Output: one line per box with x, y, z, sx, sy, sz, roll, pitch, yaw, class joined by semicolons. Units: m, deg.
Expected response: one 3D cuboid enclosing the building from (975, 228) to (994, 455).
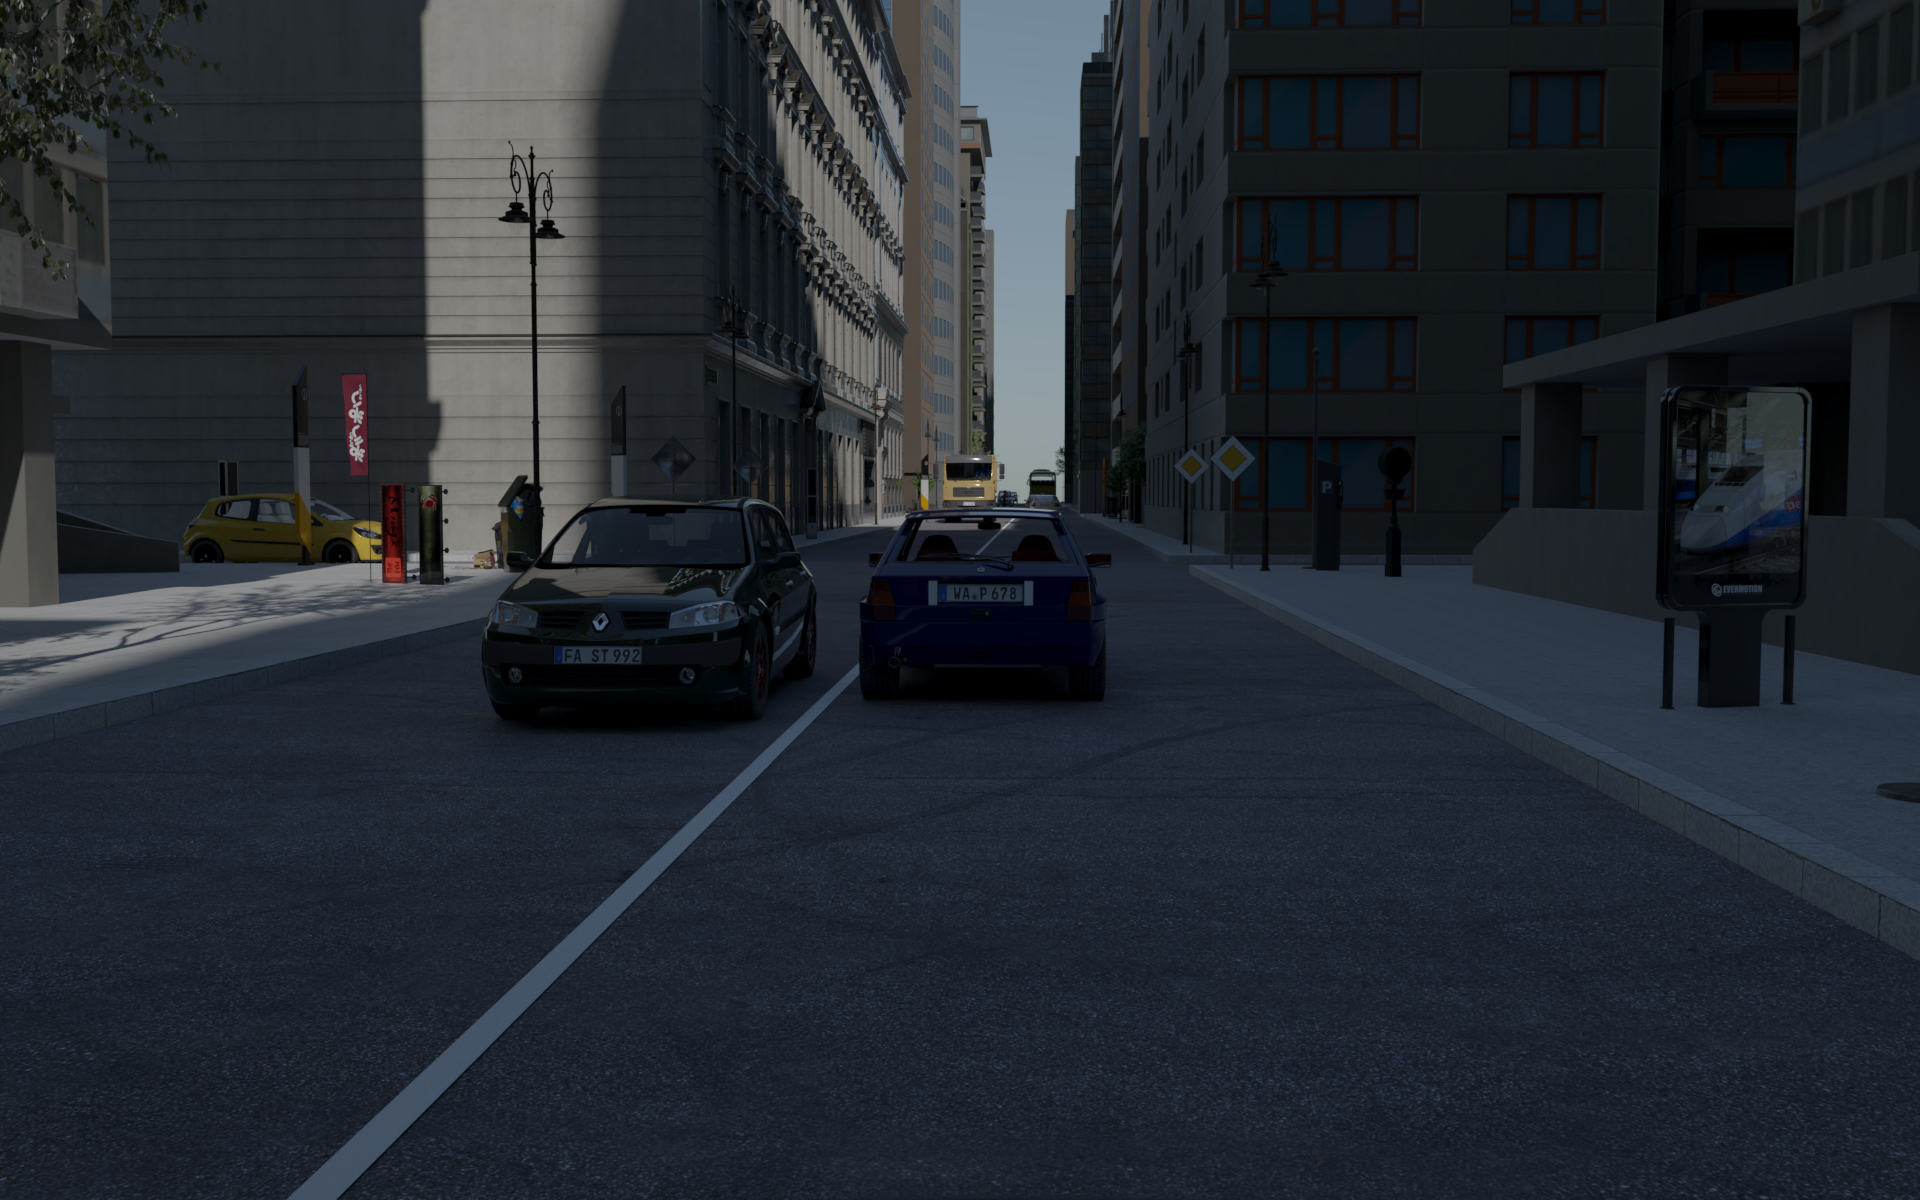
-2.041;-35.294;260.658;14.154;41.232;14.086;0;4;3;building

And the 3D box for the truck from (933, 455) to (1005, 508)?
0.548;-5.592;87.358;3.469;3.379;9.791;0;4;2;truck

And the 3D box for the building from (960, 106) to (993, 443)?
-10.188;-39.785;239.728;28.713;52.752;27.495;0;4;3;building

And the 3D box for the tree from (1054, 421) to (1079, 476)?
13.970;-16.091;197.502;7.601;10.594;8.767;3;5;41;tree

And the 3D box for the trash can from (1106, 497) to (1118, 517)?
8.368;-5.103;95.090;0.748;1.137;0.748;0;3;0;trash can

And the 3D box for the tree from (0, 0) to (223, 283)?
-6.835;-3.741;11.521;4.360;8.622;3.978;0;3;0;tree

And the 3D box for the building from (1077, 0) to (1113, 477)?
23.873;-33.804;172.299;23.786;49.044;30.456;0;4;3;building

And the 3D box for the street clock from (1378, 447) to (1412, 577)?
6.723;-1.362;26.831;0.471;2.002;0.358;-1;4;-20;street clock

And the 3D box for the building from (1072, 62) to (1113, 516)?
15.195;-21.264;119.368;14.160;30.474;14.107;0;4;3;building

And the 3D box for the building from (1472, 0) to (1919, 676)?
23.124;-19.822;15.964;32.217;40.220;23.993;0;4;3;building

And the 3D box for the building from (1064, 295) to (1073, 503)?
22.106;-29.273;250.311;14.160;30.474;14.107;0;4;3;building

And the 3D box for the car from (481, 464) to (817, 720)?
-2.055;-0.151;12.260;2.009;1.686;4.222;0;4;2;car

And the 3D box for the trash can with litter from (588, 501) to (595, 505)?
-5.661;-1.033;28.274;0.624;1.170;1.055;2;4;31;trash can with litter

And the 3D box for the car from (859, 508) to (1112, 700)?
0.219;-0.050;13.404;1.945;1.354;3.894;0;4;2;car

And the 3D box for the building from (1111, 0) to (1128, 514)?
19.998;-29.173;100.678;21.300;48.544;21.600;0;4;3;building

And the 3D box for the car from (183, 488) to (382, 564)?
-12.644;-1.395;33.029;3.980;1.641;2.015;0;4;4;car

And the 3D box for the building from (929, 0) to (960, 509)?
-11.072;-36.690;141.883;21.231;58.520;28.212;0;4;3;building

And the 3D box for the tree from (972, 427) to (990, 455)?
1.333;-14.715;190.955;4.737;8.622;4.395;0;3;0;tree

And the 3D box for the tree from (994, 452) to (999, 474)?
4.308;-19.724;272.845;4.360;8.622;3.978;0;3;0;tree

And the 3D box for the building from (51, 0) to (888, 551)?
-12.633;-17.335;59.845;17.030;29.872;44.131;0;4;3;building

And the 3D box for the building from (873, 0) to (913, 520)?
-9.871;-18.712;91.852;13.634;28.700;20.117;0;4;3;building

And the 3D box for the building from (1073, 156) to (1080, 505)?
20.946;-32.305;211.773;14.154;41.232;14.086;0;4;3;building

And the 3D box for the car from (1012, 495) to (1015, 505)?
6.339;-13.360;230.445;2.014;1.417;4.499;0;4;1;car

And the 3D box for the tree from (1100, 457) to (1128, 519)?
7.937;-5.763;88.826;1.663;3.219;1.824;0;3;0;tree

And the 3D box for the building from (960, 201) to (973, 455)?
-5.982;-24.852;178.023;14.160;30.474;14.107;0;4;3;building

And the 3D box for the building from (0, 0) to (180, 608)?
-21.936;-19.684;13.707;23.993;40.220;32.217;0;4;3;building

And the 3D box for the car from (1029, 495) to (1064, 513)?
5.098;-5.499;102.268;2.083;1.381;4.827;0;4;5;car

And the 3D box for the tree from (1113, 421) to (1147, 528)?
7.581;-5.076;66.711;4.285;4.588;4.351;0;3;0;tree

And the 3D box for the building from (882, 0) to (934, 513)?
-9.137;-28.795;120.915;14.600;45.320;14.200;0;4;3;building

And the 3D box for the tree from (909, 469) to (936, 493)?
-2.188;-7.153;111.546;1.663;3.219;1.824;0;3;0;tree

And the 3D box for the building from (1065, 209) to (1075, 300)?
22.979;-37.545;263.977;14.600;45.320;14.200;0;4;3;building

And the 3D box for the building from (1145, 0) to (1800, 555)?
20.635;-12.473;48.978;28.899;21.520;27.650;0;4;3;building

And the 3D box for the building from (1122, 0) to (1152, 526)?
14.346;-25.997;75.154;14.600;45.320;14.200;0;4;3;building

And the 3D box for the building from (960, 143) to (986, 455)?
-8.134;-34.073;211.711;22.147;44.769;28.867;0;4;3;building

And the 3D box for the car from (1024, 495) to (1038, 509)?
6.041;-7.555;135.892;2.083;1.381;4.827;0;4;1;car
